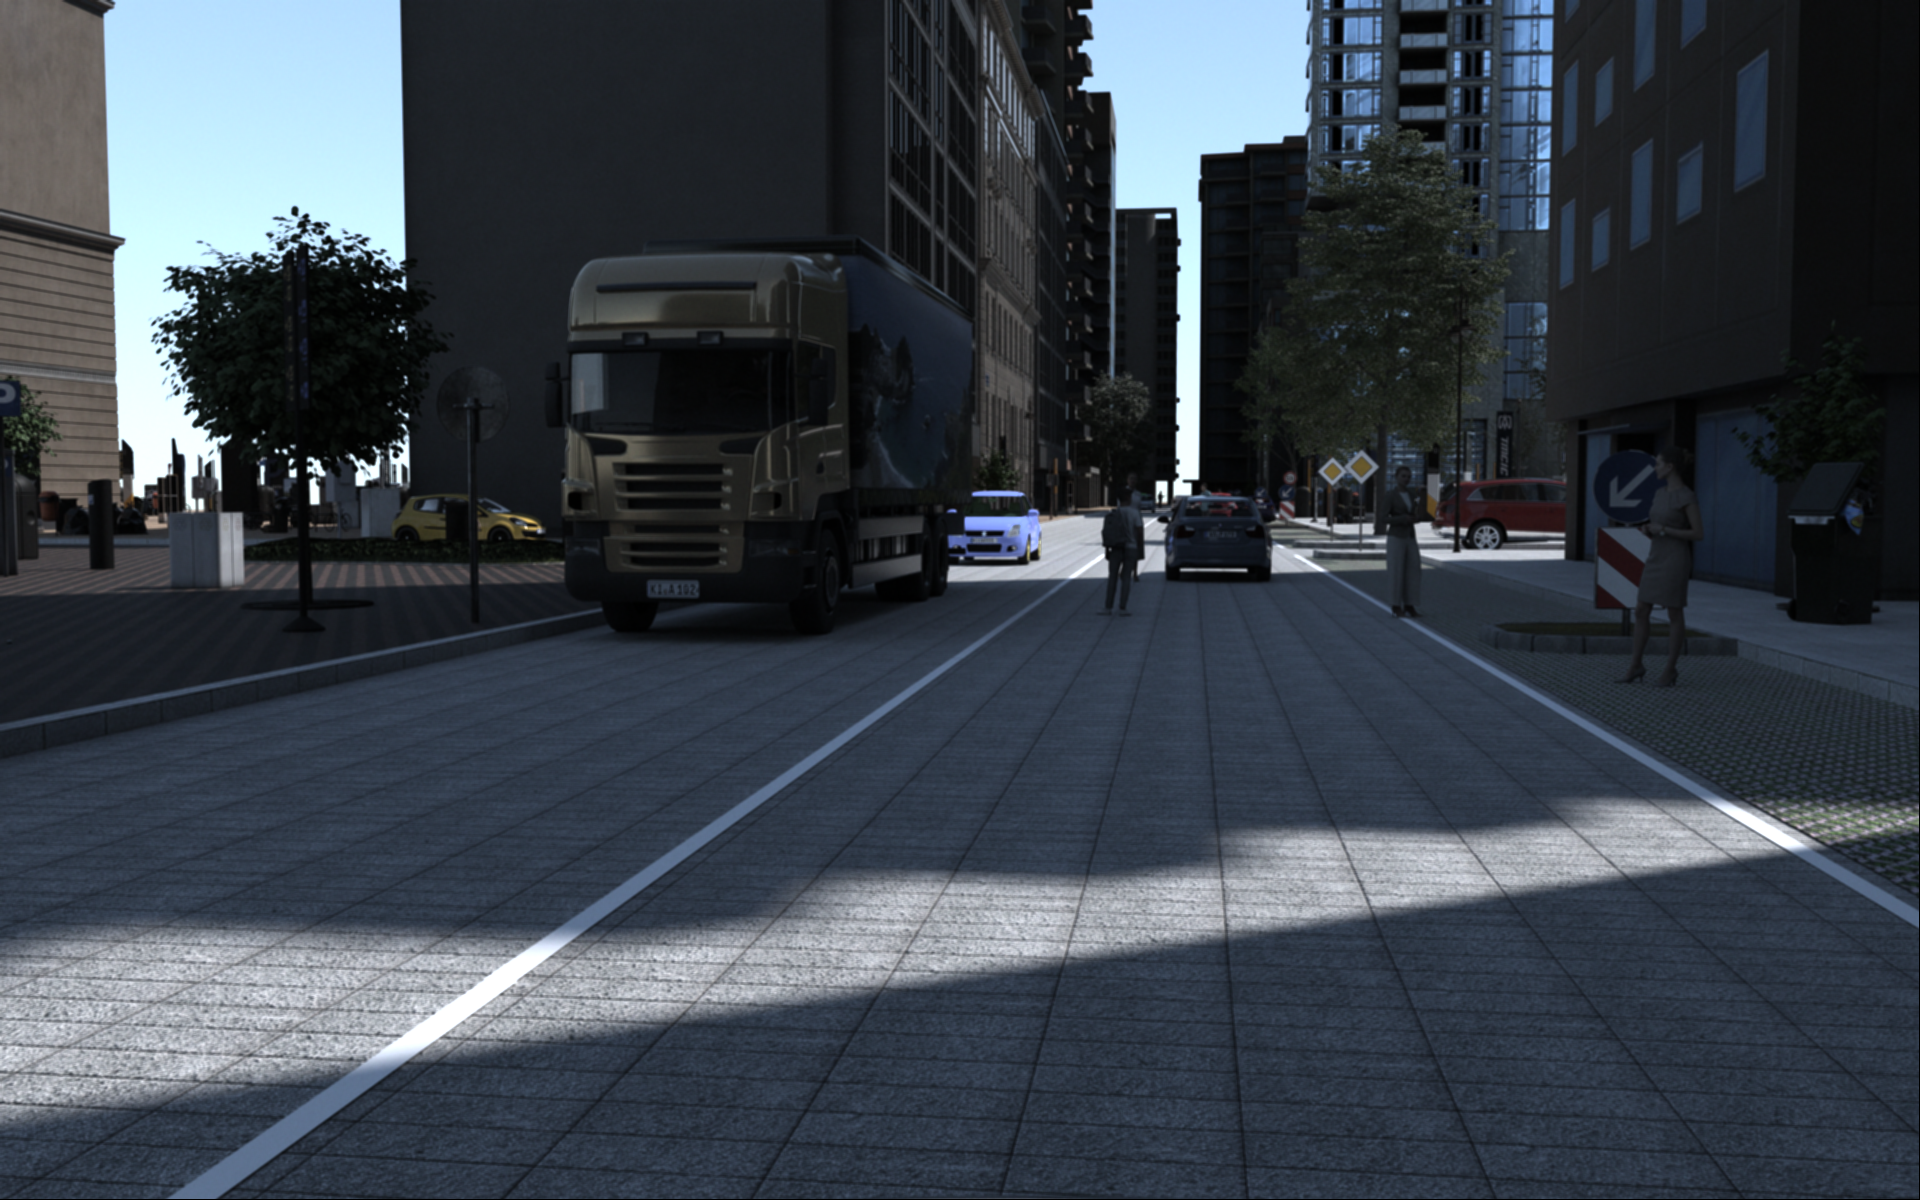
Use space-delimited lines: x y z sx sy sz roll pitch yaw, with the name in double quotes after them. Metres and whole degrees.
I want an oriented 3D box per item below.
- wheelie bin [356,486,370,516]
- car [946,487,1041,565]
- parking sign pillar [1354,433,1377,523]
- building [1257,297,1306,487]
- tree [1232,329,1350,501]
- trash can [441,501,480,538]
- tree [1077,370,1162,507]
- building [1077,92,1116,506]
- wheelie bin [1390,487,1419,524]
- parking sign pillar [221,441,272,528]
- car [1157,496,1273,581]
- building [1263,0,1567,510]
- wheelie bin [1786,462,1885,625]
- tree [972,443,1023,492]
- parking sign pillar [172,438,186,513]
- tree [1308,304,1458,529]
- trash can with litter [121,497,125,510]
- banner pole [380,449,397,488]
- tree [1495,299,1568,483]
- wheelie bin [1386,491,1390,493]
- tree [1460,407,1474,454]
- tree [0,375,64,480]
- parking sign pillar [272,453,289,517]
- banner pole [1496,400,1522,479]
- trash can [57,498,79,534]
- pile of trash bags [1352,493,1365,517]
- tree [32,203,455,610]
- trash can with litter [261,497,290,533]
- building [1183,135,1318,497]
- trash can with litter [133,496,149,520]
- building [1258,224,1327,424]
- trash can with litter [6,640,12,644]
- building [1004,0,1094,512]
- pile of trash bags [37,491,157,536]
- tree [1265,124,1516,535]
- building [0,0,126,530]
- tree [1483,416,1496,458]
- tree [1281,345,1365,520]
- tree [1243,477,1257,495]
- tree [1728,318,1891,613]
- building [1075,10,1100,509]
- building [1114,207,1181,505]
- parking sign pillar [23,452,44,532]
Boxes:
-23.157 -3.619 67.084 0.693 1.594 0.980 2 4 32 "wheelie bin"
0.731 -1.634 36.309 1.945 1.707 3.694 0 4 8 "car"
18.114 -5.381 76.448 1.447 3.967 1.447 1 4 11 "parking sign pillar"
42.846 -19.548 164.650 27.650 21.520 28.899 0 4 8 "building"
20.766 -11.139 107.872 9.928 11.665 9.643 0 3 0 "tree"
-10.045 -1.421 34.887 0.748 1.137 0.748 0 3 0 "trash can"
15.907 -16.611 178.239 9.857 13.997 8.962 0 3 0 "tree"
9.667 -33.059 190.625 14.200 45.320 14.600 0 4 8 "building"
19.256 -4.077 74.574 0.980 1.594 0.693 -1 4 -16 "wheelie bin"
-27.555 -4.756 66.225 1.447 3.967 1.447 1 4 13 "parking sign pillar"
4.427 -1.100 29.991 2.014 1.417 4.499 0 4 6 "car"
35.774 -50.200 133.448 22.319 86.520 31.000 0 4 8 "building"
8.718 -0.573 17.277 0.693 1.594 0.980 -1 4 -18 "wheelie bin"
1.281 -4.352 65.749 1.663 3.219 1.824 0 3 0 "tree"
-37.829 -5.836 83.887 1.447 3.967 1.447 -1 4 -18 "parking sign pillar"
15.016 -6.909 63.329 4.737 8.622 4.395 0 3 0 "tree"
-34.672 -3.627 70.691 1.055 1.170 0.624 -1 4 -19 "trash can with litter"
-25.310 -5.271 76.191 0.401 3.779 0.863 1 4 19 "banner pole"
21.759 -6.797 61.485 4.360 8.622 3.978 0 3 0 "tree"
27.695 -6.326 111.332 0.693 1.594 0.980 1 4 22 "wheelie bin"
27.767 -9.230 101.266 4.737 8.622 4.395 0 3 0 "tree"
-22.750 -3.464 40.349 4.285 4.588 4.351 0 3 0 "tree"
-38.175 -6.624 96.781 1.447 3.967 1.447 0 4 7 "parking sign pillar"
14.609 -3.426 46.026 0.863 3.779 0.401 -1 4 -9 "banner pole"
-29.020 -2.728 56.257 0.748 1.137 0.748 0 3 0 "trash can"
22.875 -5.397 97.992 1.912 1.369 3.447 -1 4 -11 "pile of trash bags"
-7.434 -2.208 19.808 4.285 4.588 4.351 0 3 0 "tree"
-22.601 -2.794 57.064 1.055 1.170 0.624 2 4 25 "trash can with litter"
42.296 -34.233 214.326 28.867 44.769 22.147 0 4 8 "building"
-40.433 -4.516 85.217 0.624 1.170 1.055 0 4 1 "trash can with litter"
39.230 -25.371 186.509 14.160 30.474 14.107 0 4 8 "building"
-9.224 -0.255 15.228 1.678 1.210 2.233 -2 4 -24 "trash can with litter"
-0.900 -29.579 138.233 22.147 44.769 28.867 0 4 8 "building"
-27.300 -2.717 54.170 1.912 1.369 3.447 1 4 19 "pile of trash bags"
13.519 -8.286 53.607 7.486 12.596 7.792 0 3 0 "tree"
-42.367 -16.770 60.087 20.117 28.700 13.634 0 4 8 "building"
37.248 -10.092 115.371 4.360 8.622 3.978 0 3 0 "tree"
17.459 -8.179 84.081 4.360 8.622 3.978 0 3 0 "tree"
33.058 -12.415 197.589 1.663 3.219 1.824 0 3 0 "tree"
9.683 -1.502 19.154 1.663 3.219 1.824 0 3 0 "tree"
2.814 -44.321 162.892 20.563 71.187 20.611 0 4 8 "building"
16.192 -32.456 222.538 23.993 40.220 32.217 0 4 8 "building"
-31.489 -4.246 57.890 1.447 3.967 1.447 -2 4 -33 "parking sign pillar"
